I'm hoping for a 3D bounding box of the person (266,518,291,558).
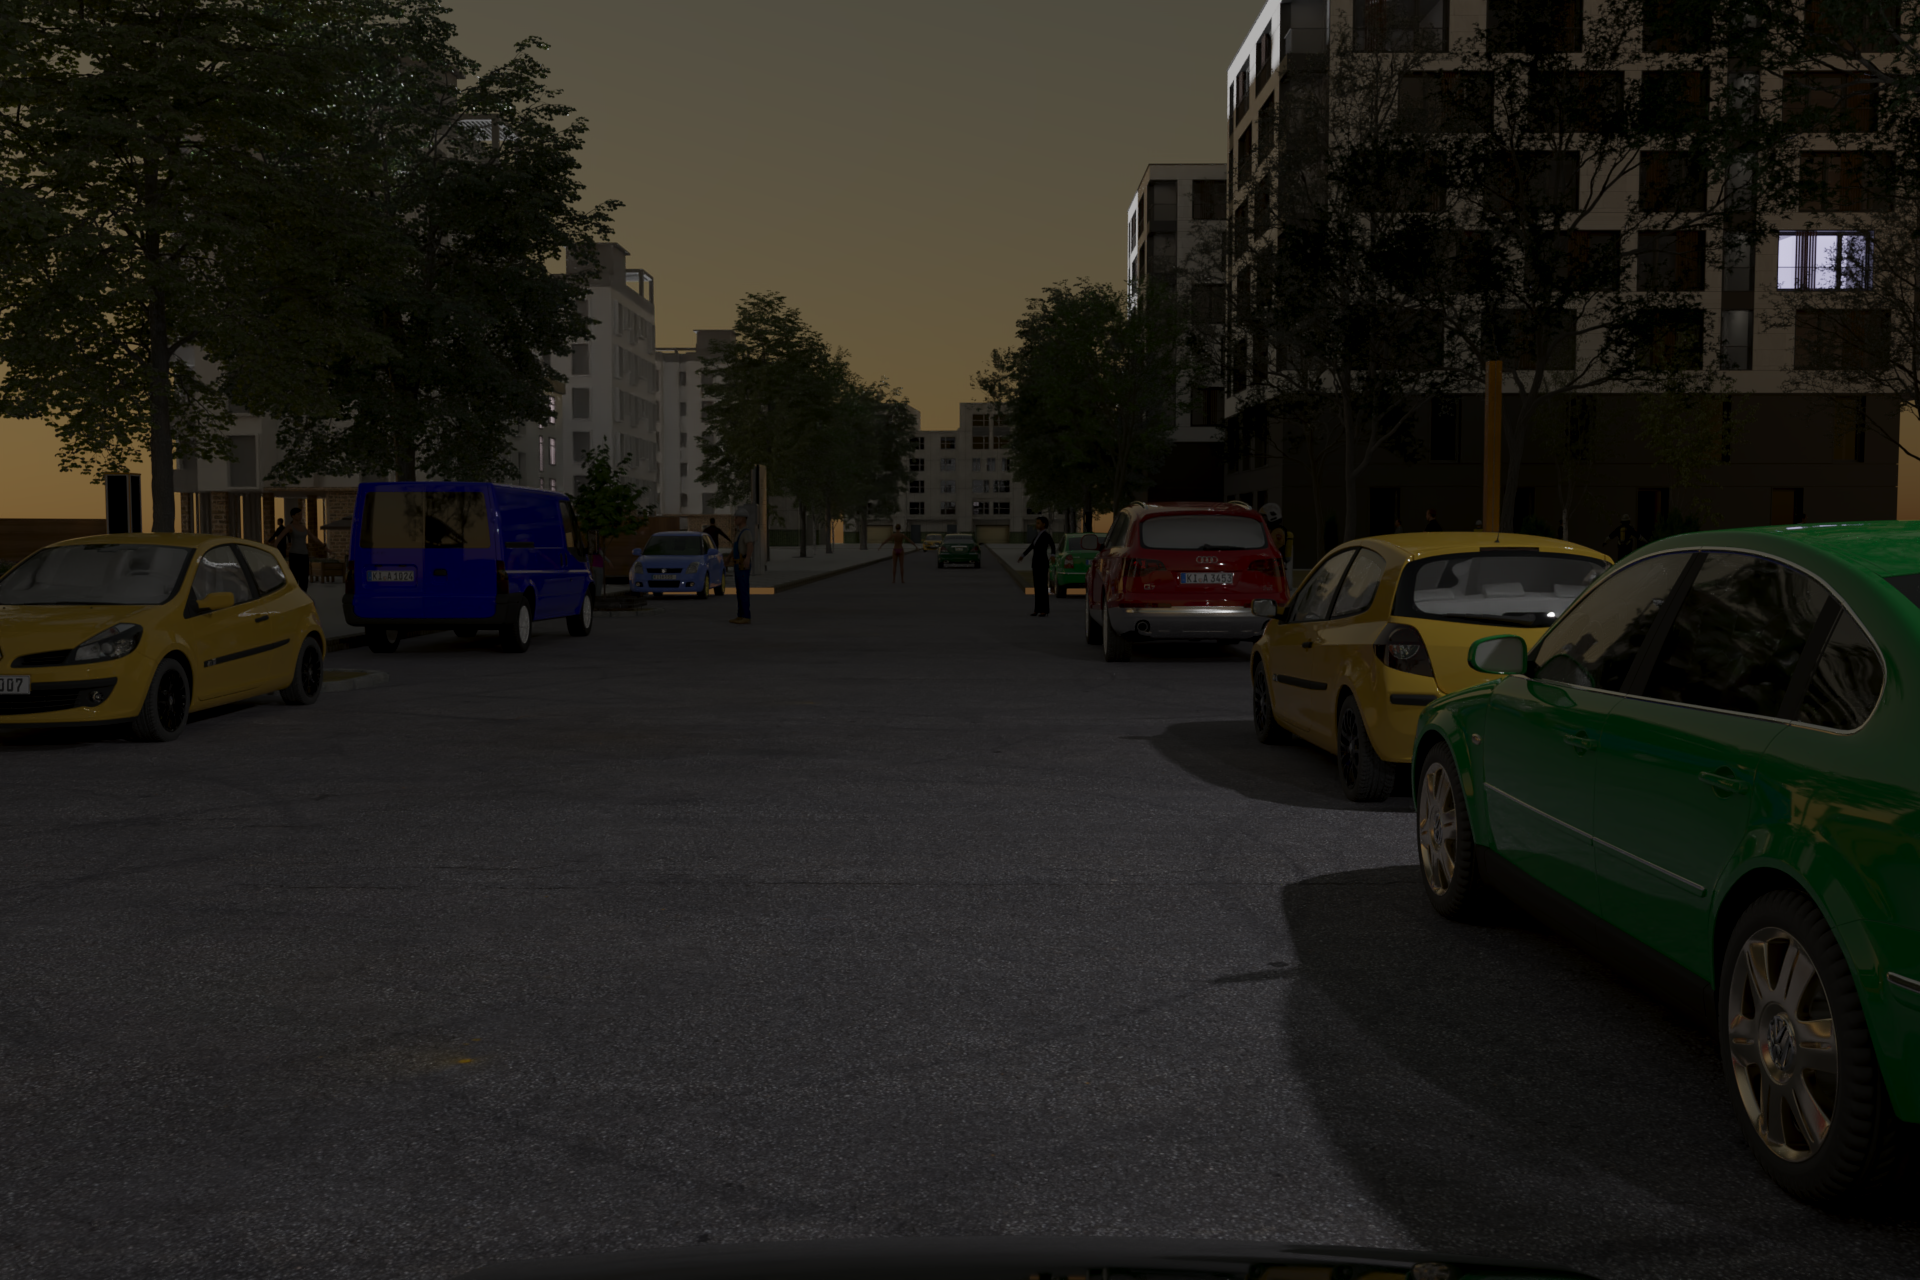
[{"bbox_3d":[-21.949,-3.041,55.939,0.704,1.802,1.346,1,4,11],"label":"person"}]

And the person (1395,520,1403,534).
[{"bbox_3d":[15.742,-3.427,62.298,0.705,1.796,1.348,1,4,11],"label":"person"}]

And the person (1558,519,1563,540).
[{"bbox_3d":[21.552,-3.420,61.858,0.705,1.837,1.347,1,4,22],"label":"person"}]

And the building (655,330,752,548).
[{"bbox_3d":[-25.980,-18.657,161.459,16.016,20.090,11.380,0,3,0],"label":"building"}]

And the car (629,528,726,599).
[{"bbox_3d":[-6.358,-1.807,39.128,1.945,1.707,3.694,0,4,1],"label":"car"}]

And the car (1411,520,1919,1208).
[{"bbox_3d":[2.649,0.228,5.064,1.959,1.807,4.718,0,3,0],"label":"car"}]

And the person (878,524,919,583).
[{"bbox_3d":[-1.803,-2.535,50.705,1.217,1.733,0.721,0,4,1],"label":"person"}]

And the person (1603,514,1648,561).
[{"bbox_3d":[19.473,-2.747,50.691,1.354,1.856,0.705,3,4,38],"label":"person"}]

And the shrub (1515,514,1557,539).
[{"bbox_3d":[19.490,-3.337,58.984,1.690,2.028,1.600,0,3,0],"label":"shrub"}]

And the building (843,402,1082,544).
[{"bbox_3d":[0.789,-22.654,239.310,31.486,18.905,16.747,0,4,6],"label":"building"}]

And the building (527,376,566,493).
[{"bbox_3d":[-26.550,-9.459,96.803,9.099,9.664,28.070,0,4,1],"label":"building"}]

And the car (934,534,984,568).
[{"bbox_3d":[-0.037,-3.778,73.569,2.131,1.459,4.920,0,3,0],"label":"car"}]

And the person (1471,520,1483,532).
[{"bbox_3d":[18.583,-3.397,62.001,1.216,1.772,0.721,2,4,29],"label":"person"}]

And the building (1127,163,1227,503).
[{"bbox_3d":[24.551,-16.392,111.980,27.936,21.610,32.646,0,4,1],"label":"building"}]

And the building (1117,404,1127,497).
[{"bbox_3d":[25.874,-19.151,179.577,16.747,18.905,31.486,0,4,0],"label":"building"}]

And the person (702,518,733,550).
[{"bbox_3d":[-8.108,-3.098,56.792,1.346,1.812,0.704,0,4,-8],"label":"person"}]

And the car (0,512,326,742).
[{"bbox_3d":[-6.274,-0.178,13.133,2.015,1.641,3.980,0,3,0],"label":"car"}]

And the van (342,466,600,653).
[{"bbox_3d":[-6.151,-1.109,22.511,2.240,2.365,5.245,0,4,1],"label":"van"}]

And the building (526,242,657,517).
[{"bbox_3d":[-27.275,-15.735,113.686,16.016,20.090,11.380,0,4,1],"label":"building"}]

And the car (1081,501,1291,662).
[{"bbox_3d":[2.636,-0.748,20.903,2.281,1.827,5.304,0,4,0],"label":"car"}]

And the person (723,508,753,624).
[{"bbox_3d":[-3.516,-1.188,27.742,0.705,1.847,1.347,-1,4,-22],"label":"person"}]

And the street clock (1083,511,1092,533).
[{"bbox_3d":[4.047,-3.066,54.699,0.358,2.002,0.471,0,4,-1],"label":"street clock"}]

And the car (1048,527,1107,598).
[{"bbox_3d":[3.007,-1.917,40.144,1.959,1.807,4.718,0,4,-1],"label":"car"}]

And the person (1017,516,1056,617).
[{"bbox_3d":[1.343,-1.280,30.112,0.721,1.740,1.216,-2,4,-27],"label":"person"}]

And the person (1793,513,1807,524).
[{"bbox_3d":[18.352,-1.883,37.626,0.721,1.735,1.217,0,4,-3],"label":"person"}]

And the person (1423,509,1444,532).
[{"bbox_3d":[9.735,-1.813,35.863,1.348,1.803,0.705,-3,5,-42],"label":"person"}]

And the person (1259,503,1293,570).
[{"bbox_3d":[4.242,-0.951,23.775,0.705,1.858,1.354,0,4,1],"label":"person"}]

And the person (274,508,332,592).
[{"bbox_3d":[-11.249,-1.393,29.579,0.721,1.737,1.217,2,4,29],"label":"person"}]

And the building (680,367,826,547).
[{"bbox_3d":[-24.805,-20.007,193.576,16.747,18.905,31.486,0,4,1],"label":"building"}]

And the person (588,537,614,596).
[{"bbox_3d":[-7.166,-1.394,34.512,0.599,1.433,0.991,-3,4,-38],"label":"person"}]

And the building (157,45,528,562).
[{"bbox_3d":[-25.468,-12.975,68.566,16.016,20.090,11.380,0,4,1],"label":"building"}]

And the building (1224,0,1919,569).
[{"bbox_3d":[25.678,-14.370,78.925,27.936,21.610,32.646,0,3,0],"label":"building"}]

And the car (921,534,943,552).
[{"bbox_3d":[-2.049,-7.824,138.142,2.015,1.641,3.980,0,4,1],"label":"car"}]

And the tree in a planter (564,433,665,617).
[{"bbox_3d":[-6.357,-2.058,30.865,1.991,3.239,1.994,0,4,1],"label":"tree in a planter"}]

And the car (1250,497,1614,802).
[{"bbox_3d":[2.900,-0.028,10.680,2.015,1.641,3.980,0,4,-1],"label":"car"}]
